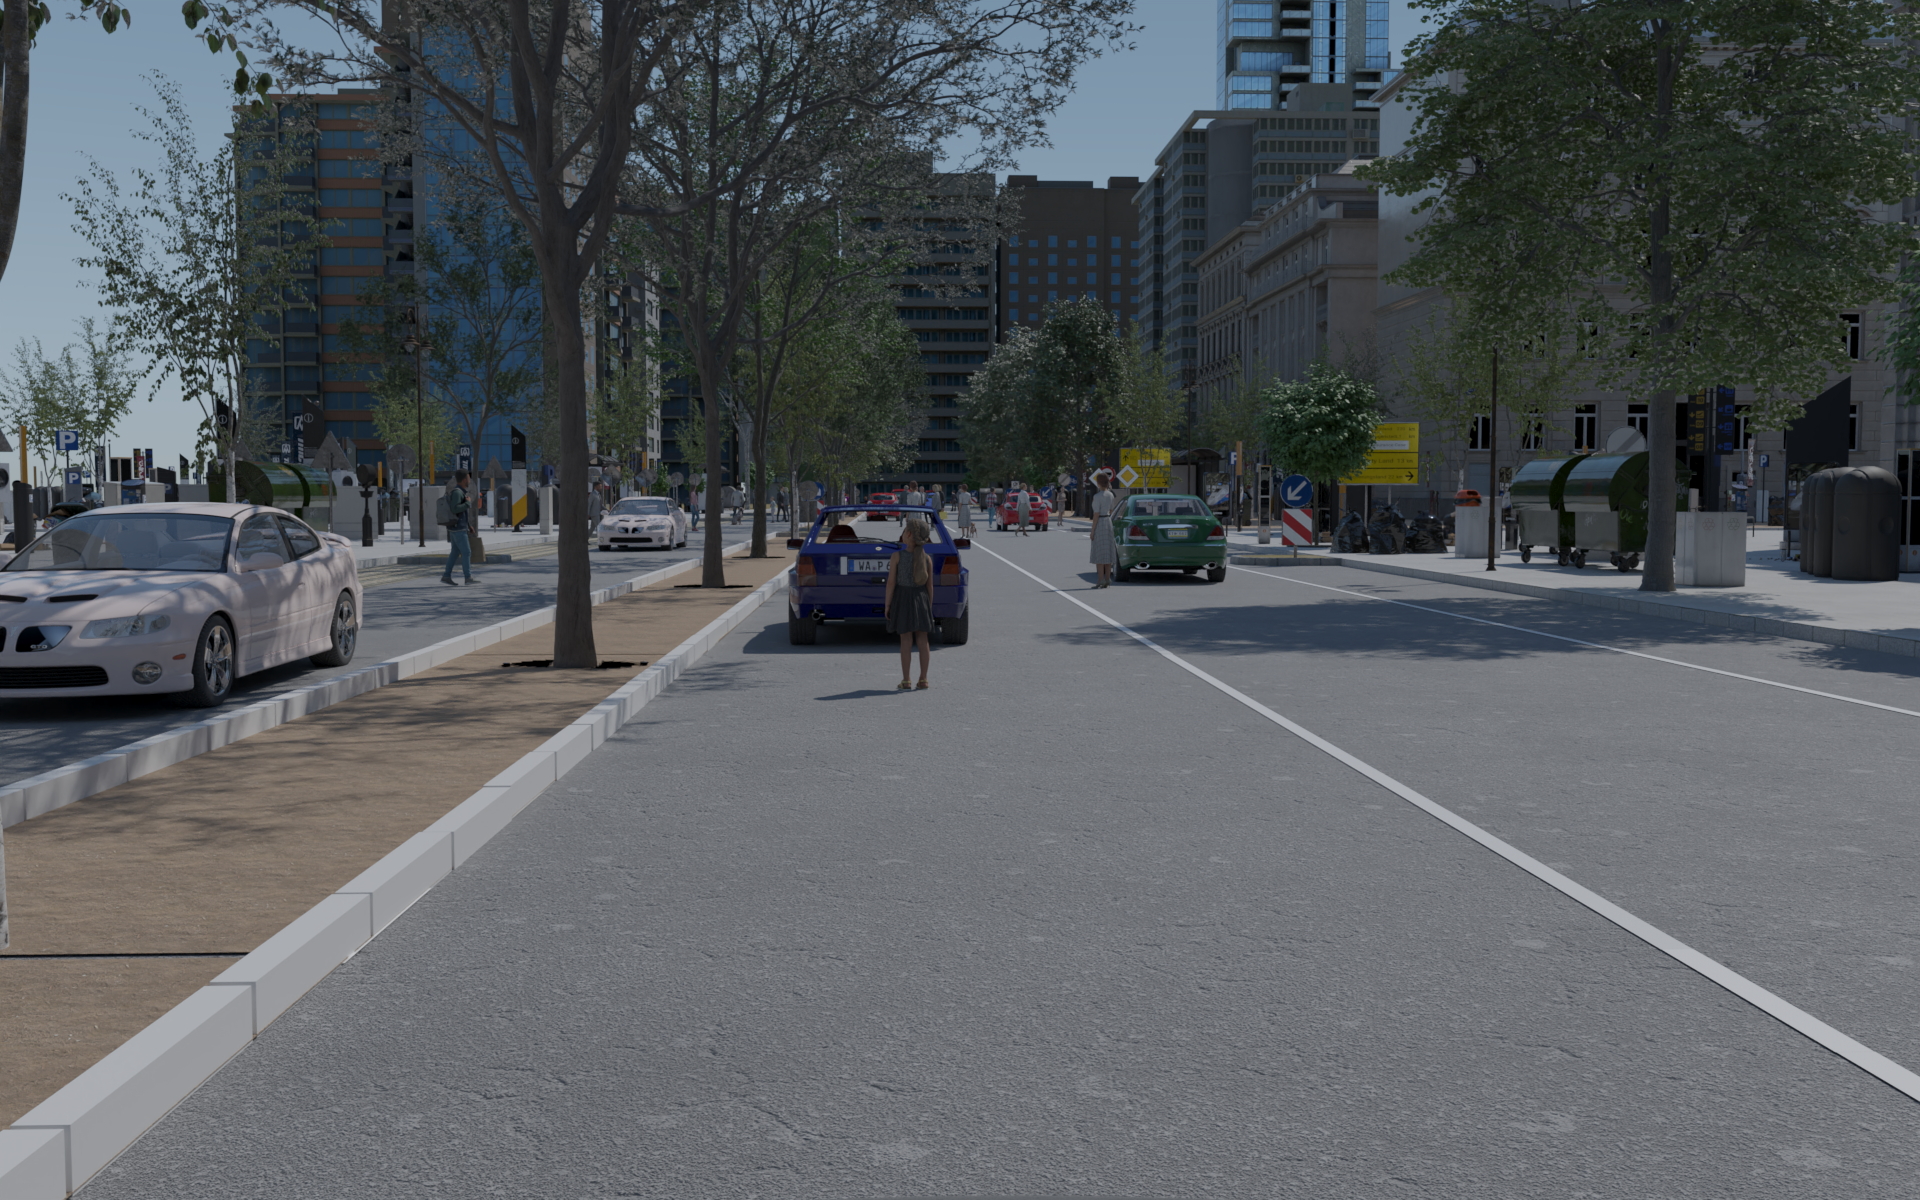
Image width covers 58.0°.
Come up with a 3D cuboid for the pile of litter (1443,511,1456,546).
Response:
[{"bbox_3d":[12.087,-1.775,42.992,1.176,0.858,1.719,-1,4,-21],"label":"pile of litter"}]

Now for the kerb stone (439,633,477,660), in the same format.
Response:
[{"bbox_3d":[-4.448,0.426,15.224,0.120,0.150,1.000,0,4,-2],"label":"kerb stone"}]

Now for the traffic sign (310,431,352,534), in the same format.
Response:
[{"bbox_3d":[-12.928,-2.176,35.582,0.884,2.594,0.081,0,4,5],"label":"traffic sign"}]

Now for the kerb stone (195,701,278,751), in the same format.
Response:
[{"bbox_3d":[-4.233,0.741,10.099,0.120,0.150,1.000,0,4,-2],"label":"kerb stone"}]

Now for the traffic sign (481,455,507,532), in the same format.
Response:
[{"bbox_3d":[-15.551,-3.537,57.835,0.884,2.594,0.081,0,4,2],"label":"traffic sign"}]

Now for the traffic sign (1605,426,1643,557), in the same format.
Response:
[{"bbox_3d":[12.431,-1.978,32.445,0.768,2.556,0.104,0,4,1],"label":"traffic sign"}]

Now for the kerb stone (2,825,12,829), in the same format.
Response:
[{"bbox_3d":[-4.113,0.928,7.032,0.120,0.150,1.000,0,4,-2],"label":"kerb stone"}]

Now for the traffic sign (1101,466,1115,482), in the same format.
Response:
[{"bbox_3d":[6.658,-4.797,78.537,0.768,2.556,0.104,0,4,6],"label":"traffic sign"}]

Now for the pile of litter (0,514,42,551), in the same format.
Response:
[{"bbox_3d":[-21.398,-1.562,39.509,1.719,0.858,1.176,1,4,19],"label":"pile of litter"}]

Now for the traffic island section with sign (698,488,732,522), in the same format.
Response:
[{"bbox_3d":[-12.626,-5.012,90.571,1.989,1.847,2.006,0,4,-2],"label":"traffic island section with sign"}]

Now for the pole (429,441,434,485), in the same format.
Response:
[{"bbox_3d":[-20.177,-4.427,66.222,0.158,3.312,0.155,0,3,0],"label":"pole"}]

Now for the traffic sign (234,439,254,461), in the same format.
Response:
[{"bbox_3d":[-16.825,-2.481,40.560,0.884,2.594,0.081,0,4,3],"label":"traffic sign"}]

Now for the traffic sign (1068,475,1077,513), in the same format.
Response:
[{"bbox_3d":[7.538,-7.120,116.522,0.768,2.556,0.104,0,4,1],"label":"traffic sign"}]

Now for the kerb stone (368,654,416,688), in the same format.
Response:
[{"bbox_3d":[-4.353,0.552,13.174,0.120,0.150,1.000,0,4,-2],"label":"kerb stone"}]

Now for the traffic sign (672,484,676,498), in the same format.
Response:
[{"bbox_3d":[-20.642,-7.638,124.988,0.768,2.556,0.104,0,4,0],"label":"traffic sign"}]

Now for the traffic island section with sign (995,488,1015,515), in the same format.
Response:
[{"bbox_3d":[3.242,-6.691,118.018,1.989,1.847,2.006,0,4,-2],"label":"traffic island section with sign"}]

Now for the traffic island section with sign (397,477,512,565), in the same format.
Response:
[{"bbox_3d":[-10.408,-1.668,35.894,1.989,1.847,2.006,0,4,-2],"label":"traffic island section with sign"}]

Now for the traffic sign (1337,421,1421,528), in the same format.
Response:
[{"bbox_3d":[11.761,-3.354,48.707,2.265,3.308,0.079,0,4,6],"label":"traffic sign"}]

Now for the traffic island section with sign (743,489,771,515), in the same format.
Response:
[{"bbox_3d":[-13.727,-6.673,117.724,1.989,1.847,2.006,0,4,-2],"label":"traffic island section with sign"}]

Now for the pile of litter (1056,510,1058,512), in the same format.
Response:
[{"bbox_3d":[6.440,-6.860,126.129,1.176,0.858,1.719,-2,4,-28],"label":"pile of litter"}]

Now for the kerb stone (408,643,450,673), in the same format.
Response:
[{"bbox_3d":[-4.395,0.491,14.200,0.120,0.150,1.000,0,4,-2],"label":"kerb stone"}]

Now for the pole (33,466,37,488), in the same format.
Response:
[{"bbox_3d":[-67.295,-8.088,126.075,0.158,3.312,0.155,0,3,0],"label":"pole"}]

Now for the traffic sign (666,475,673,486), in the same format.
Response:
[{"bbox_3d":[-17.340,-6.240,103.215,0.795,2.450,0.064,0,4,0],"label":"traffic sign"}]

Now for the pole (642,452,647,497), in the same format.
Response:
[{"bbox_3d":[-15.320,-5.520,84.098,0.158,3.312,0.155,0,3,0],"label":"pole"}]

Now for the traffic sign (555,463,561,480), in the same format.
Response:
[{"bbox_3d":[-16.049,-4.286,70.179,0.768,2.556,0.104,0,4,7],"label":"traffic sign"}]

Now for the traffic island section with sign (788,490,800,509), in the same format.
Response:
[{"bbox_3d":[-15.756,-9.732,167.740,1.989,1.847,2.006,0,4,-2],"label":"traffic island section with sign"}]

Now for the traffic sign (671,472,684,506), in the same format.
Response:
[{"bbox_3d":[-16.444,-6.151,100.679,0.768,2.556,0.104,0,4,3],"label":"traffic sign"}]

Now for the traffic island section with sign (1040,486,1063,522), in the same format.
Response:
[{"bbox_3d":[4.348,-5.038,90.998,1.989,1.847,2.006,0,4,-2],"label":"traffic island section with sign"}]

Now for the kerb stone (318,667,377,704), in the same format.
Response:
[{"bbox_3d":[-4.320,0.615,12.146,0.120,0.150,1.000,0,4,-2],"label":"kerb stone"}]

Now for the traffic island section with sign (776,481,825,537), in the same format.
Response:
[{"bbox_3d":[-5.137,-3.065,58.243,2.006,1.907,1.989,0,4,-2],"label":"traffic island section with sign"}]

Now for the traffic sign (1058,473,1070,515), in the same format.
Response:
[{"bbox_3d":[6.415,-6.525,106.784,0.768,2.556,0.104,0,4,-1],"label":"traffic sign"}]

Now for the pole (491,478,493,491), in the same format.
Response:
[{"bbox_3d":[-33.147,-7.886,122.785,0.158,3.312,0.155,0,3,0],"label":"pole"}]

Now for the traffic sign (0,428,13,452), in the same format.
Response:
[{"bbox_3d":[-12.424,-1.343,21.958,0.884,2.594,0.081,0,4,6],"label":"traffic sign"}]

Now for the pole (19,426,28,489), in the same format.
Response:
[{"bbox_3d":[-27.973,-3.543,51.772,0.158,3.312,0.155,0,3,0],"label":"pole"}]

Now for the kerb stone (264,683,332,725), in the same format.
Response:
[{"bbox_3d":[-4.277,0.677,11.125,0.120,0.150,1.000,0,4,-2],"label":"kerb stone"}]

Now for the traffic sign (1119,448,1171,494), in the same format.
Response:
[{"bbox_3d":[8.122,-5.020,75.949,2.265,3.308,0.079,0,4,1],"label":"traffic sign"}]

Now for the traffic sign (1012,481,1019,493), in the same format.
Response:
[{"bbox_3d":[4.403,-8.296,137.770,0.606,2.300,0.079,0,4,6],"label":"traffic sign"}]

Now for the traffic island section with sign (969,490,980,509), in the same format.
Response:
[{"bbox_3d":[1.208,-9.753,168.090,1.989,1.847,2.006,0,4,-2],"label":"traffic island section with sign"}]

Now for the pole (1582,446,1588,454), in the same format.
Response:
[{"bbox_3d":[26.373,-4.852,73.179,0.158,3.312,0.155,0,3,0],"label":"pole"}]

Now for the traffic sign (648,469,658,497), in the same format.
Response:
[{"bbox_3d":[-15.753,-5.381,88.085,0.768,2.556,0.104,0,4,5],"label":"traffic sign"}]

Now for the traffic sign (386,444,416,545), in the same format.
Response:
[{"bbox_3d":[-14.171,-2.681,43.937,0.768,2.556,0.104,0,4,1],"label":"traffic sign"}]

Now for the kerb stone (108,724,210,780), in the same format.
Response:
[{"bbox_3d":[-4.203,0.802,9.077,0.120,0.150,1.000,0,4,-2],"label":"kerb stone"}]

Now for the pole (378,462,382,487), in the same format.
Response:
[{"bbox_3d":[-36.770,-7.095,109.840,0.158,3.312,0.155,0,3,0],"label":"pole"}]

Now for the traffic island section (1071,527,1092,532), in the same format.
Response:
[{"bbox_3d":[5.335,-2.700,66.419,2.009,0.180,2.903,0,4,-2],"label":"traffic island section"}]

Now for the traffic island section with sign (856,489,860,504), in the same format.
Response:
[{"bbox_3d":[-8.484,-8.109,140.721,2.006,1.907,1.989,0,4,-2],"label":"traffic island section with sign"}]

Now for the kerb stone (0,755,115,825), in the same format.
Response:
[{"bbox_3d":[-4.157,0.867,8.057,0.120,0.150,1.000,0,4,-2],"label":"kerb stone"}]

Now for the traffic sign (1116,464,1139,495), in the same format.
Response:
[{"bbox_3d":[5.635,-3.347,58.362,0.795,2.450,0.064,0,4,-2],"label":"traffic sign"}]

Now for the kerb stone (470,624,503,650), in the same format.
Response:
[{"bbox_3d":[-4.488,0.365,16.248,0.120,0.150,1.000,0,4,-2],"label":"kerb stone"}]

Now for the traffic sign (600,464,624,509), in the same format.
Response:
[{"bbox_3d":[-11.596,-3.305,57.686,0.795,2.450,0.064,0,4,-2],"label":"traffic sign"}]

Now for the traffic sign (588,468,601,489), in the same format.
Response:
[{"bbox_3d":[-17.854,-5.148,84.280,0.768,2.556,0.104,0,4,-1],"label":"traffic sign"}]

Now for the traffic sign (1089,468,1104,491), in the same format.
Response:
[{"bbox_3d":[5.312,-3.835,66.341,0.795,2.450,0.064,0,4,-2],"label":"traffic sign"}]

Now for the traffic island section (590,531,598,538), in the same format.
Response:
[{"bbox_3d":[-11.619,-2.169,57.747,2.009,0.180,2.903,0,4,-2],"label":"traffic island section"}]

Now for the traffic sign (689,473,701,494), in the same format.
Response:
[{"bbox_3d":[-16.293,-6.503,106.429,0.768,2.556,0.104,0,4,3],"label":"traffic sign"}]

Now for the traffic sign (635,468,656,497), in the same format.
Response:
[{"bbox_3d":[-11.919,-3.793,65.665,0.795,2.450,0.064,0,4,-2],"label":"traffic sign"}]

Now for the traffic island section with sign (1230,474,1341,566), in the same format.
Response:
[{"bbox_3d":[6.605,-1.641,35.453,1.989,1.847,2.006,0,4,-2],"label":"traffic island section with sign"}]

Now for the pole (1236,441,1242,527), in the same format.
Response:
[{"bbox_3d":[10.814,-4.484,67.160,0.158,3.312,0.155,0,3,0],"label":"pole"}]

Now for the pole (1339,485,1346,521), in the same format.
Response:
[{"bbox_3d":[11.468,-3.550,51.885,0.158,3.312,0.155,0,3,0],"label":"pole"}]
